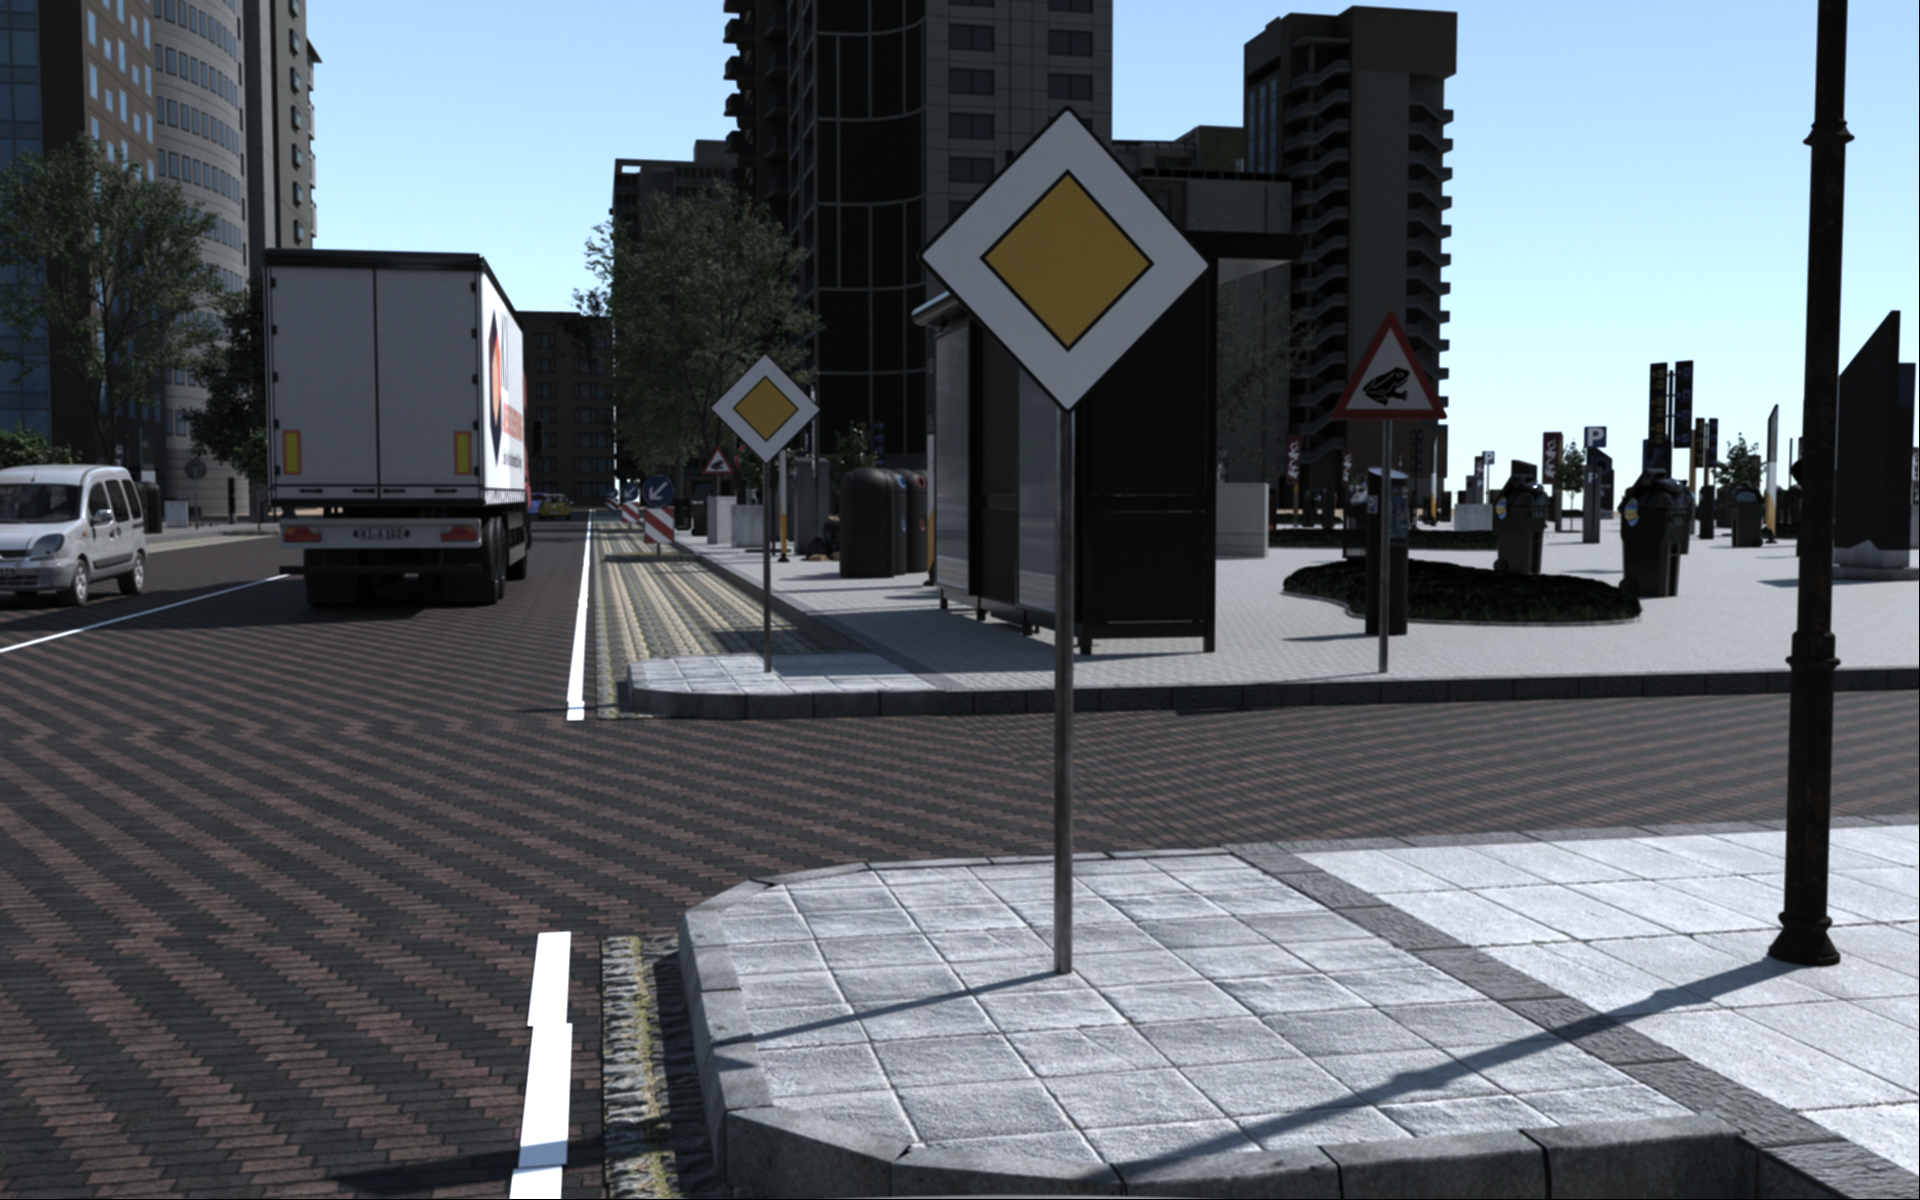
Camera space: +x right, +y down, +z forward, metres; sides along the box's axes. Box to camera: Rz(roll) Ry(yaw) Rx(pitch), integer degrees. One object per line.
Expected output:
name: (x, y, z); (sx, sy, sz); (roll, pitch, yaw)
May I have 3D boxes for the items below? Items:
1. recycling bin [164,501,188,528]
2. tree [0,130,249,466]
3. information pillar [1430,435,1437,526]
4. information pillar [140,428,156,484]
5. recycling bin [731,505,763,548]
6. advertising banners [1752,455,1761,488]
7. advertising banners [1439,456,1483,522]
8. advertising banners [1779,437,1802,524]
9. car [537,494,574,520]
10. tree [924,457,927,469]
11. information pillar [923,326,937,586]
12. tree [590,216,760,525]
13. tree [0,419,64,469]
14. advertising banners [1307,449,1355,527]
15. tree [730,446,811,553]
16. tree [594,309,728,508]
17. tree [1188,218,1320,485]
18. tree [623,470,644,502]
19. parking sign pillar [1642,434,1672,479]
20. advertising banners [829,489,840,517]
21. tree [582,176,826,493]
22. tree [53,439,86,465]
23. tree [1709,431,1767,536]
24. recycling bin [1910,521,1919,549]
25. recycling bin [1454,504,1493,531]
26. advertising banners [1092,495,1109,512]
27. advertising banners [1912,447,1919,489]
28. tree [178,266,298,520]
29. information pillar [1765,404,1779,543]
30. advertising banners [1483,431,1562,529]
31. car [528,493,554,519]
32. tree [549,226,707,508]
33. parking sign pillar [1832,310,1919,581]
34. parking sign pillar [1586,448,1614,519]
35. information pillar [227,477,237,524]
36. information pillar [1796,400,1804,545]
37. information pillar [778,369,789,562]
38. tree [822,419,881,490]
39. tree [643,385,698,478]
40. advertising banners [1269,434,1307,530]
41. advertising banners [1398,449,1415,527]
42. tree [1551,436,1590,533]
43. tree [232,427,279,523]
recycling bin: (-29.734, -3.250, 65.695); (0.722, 1.027, 0.722); (-2, 4, -34)
tree: (-25.281, -7.662, 51.036); (9.928, 11.665, 9.643); (0, 3, 0)
information pillar: (18.902, -4.754, 69.082); (0.183, 3.616, 0.504); (2, 4, 29)
information pillar: (-28.970, -4.308, 61.790); (0.183, 3.616, 0.504); (3, 4, 38)
recycling bin: (-5.087, -1.780, 41.655); (0.722, 1.027, 0.722); (-1, 4, -20)
advertising banners: (36.234, -4.958, 77.254); (2.074, 3.025, 0.090); (3, 5, 39)
advertising banners: (23.175, -5.117, 79.852); (2.074, 3.025, 0.090); (1, 4, 9)
advertising banners: (25.739, -3.512, 53.603); (0.090, 3.025, 2.074); (1, 4, 8)
car: (-22.568, -5.276, 96.494); (2.015, 1.641, 3.980); (-1, 4, -12)
tree: (-0.969, -5.081, 77.672); (1.663, 3.219, 1.824); (0, 3, 0)
information pillar: (-0.333, -2.000, 24.061); (0.183, 3.616, 0.504); (-1, 4, -23)
tree: (-11.287, -9.332, 70.703); (7.486, 12.596, 7.792); (0, 3, 0)
tree: (-41.086, -5.627, 75.711); (4.285, 4.588, 4.351); (0, 3, 0)
advertising banners: (14.199, -4.323, 66.868); (2.074, 3.025, 0.090); (0, 4, 4)
tree: (-4.369, -2.679, 38.408); (1.663, 3.219, 1.824); (0, 3, 0)
tree: (-13.630, -9.001, 81.573); (7.601, 10.594, 8.767); (-1, 4, -13)
tree: (7.096, -5.862, 46.211); (4.360, 8.622, 3.978); (0, 3, 0)
tree: (-25.953, -8.727, 137.286); (1.663, 3.219, 1.824); (0, 3, 0)
parking sign pillar: (24.443, -4.421, 60.756); (1.447, 3.967, 1.447); (0, 4, -6)
advertising banners: (-3.702, -3.466, 52.863); (0.090, 3.025, 2.074); (3, 5, 44)
tree: (-8.382, -8.099, 58.179); (9.928, 11.665, 9.643); (0, 3, 0)
tree: (-31.517, -4.075, 61.231); (1.663, 3.219, 1.824); (0, 3, 0)
tree: (23.910, -3.594, 53.361); (1.663, 3.219, 1.824); (0, 3, 0)
recycling bin: (22.055, -1.718, 40.638); (0.722, 1.027, 0.722); (1, 4, 12)
recycling bin: (13.379, -1.994, 45.154); (0.722, 1.027, 0.722); (-1, 4, -18)
advertising banners: (1.787, -1.904, 27.325); (0.090, 3.025, 2.074); (3, 5, 41)
advertising banners: (35.981, -4.179, 64.513); (2.074, 3.025, 0.090); (-2, 4, -32)
tree: (-33.537, -10.329, 85.880); (9.611, 12.733, 9.660); (0, 3, 0)
information pillar: (21.070, -3.278, 44.952); (0.504, 3.616, 0.183); (-3, 5, -44)
advertising banners: (15.943, -3.231, 49.017); (2.074, 3.025, 0.090); (2, 4, 32)
car: (-24.963, -5.694, 102.686); (1.945, 1.707, 3.694); (-1, 4, -12)
tree: (-23.460, -16.477, 125.288); (12.611, 20.169, 13.585); (0, 3, 0)
parking sign pillar: (13.796, -2.304, 26.139); (1.447, 3.967, 1.447); (0, 4, -4)
parking sign pillar: (32.813, -6.136, 88.792); (1.447, 3.967, 1.447); (0, 4, -2)
information pillar: (-31.335, -4.284, 74.533); (0.304, 2.012, 0.304); (-1, 4, -16)
information pillar: (21.053, -3.154, 42.915); (0.183, 3.616, 0.504); (-1, 4, -21)
information pillar: (-3.351, -2.529, 32.698); (0.183, 3.616, 0.504); (-1, 4, -12)
tree: (-2.897, -3.084, 45.022); (1.663, 3.219, 1.824); (0, 3, 0)
tree: (-18.426, -9.716, 109.218); (4.360, 8.622, 3.978); (0, 3, 0)
advertising banners: (8.999, -3.333, 50.678); (2.074, 3.025, 0.090); (1, 4, 15)
advertising banners: (16.995, -4.269, 65.988); (0.090, 3.025, 2.074); (0, 4, -3)
tree: (20.656, -3.882, 58.075); (1.663, 3.219, 1.824); (0, 3, 0)
tree: (-30.571, -5.724, 77.299); (4.285, 4.588, 4.351); (0, 3, 0)
